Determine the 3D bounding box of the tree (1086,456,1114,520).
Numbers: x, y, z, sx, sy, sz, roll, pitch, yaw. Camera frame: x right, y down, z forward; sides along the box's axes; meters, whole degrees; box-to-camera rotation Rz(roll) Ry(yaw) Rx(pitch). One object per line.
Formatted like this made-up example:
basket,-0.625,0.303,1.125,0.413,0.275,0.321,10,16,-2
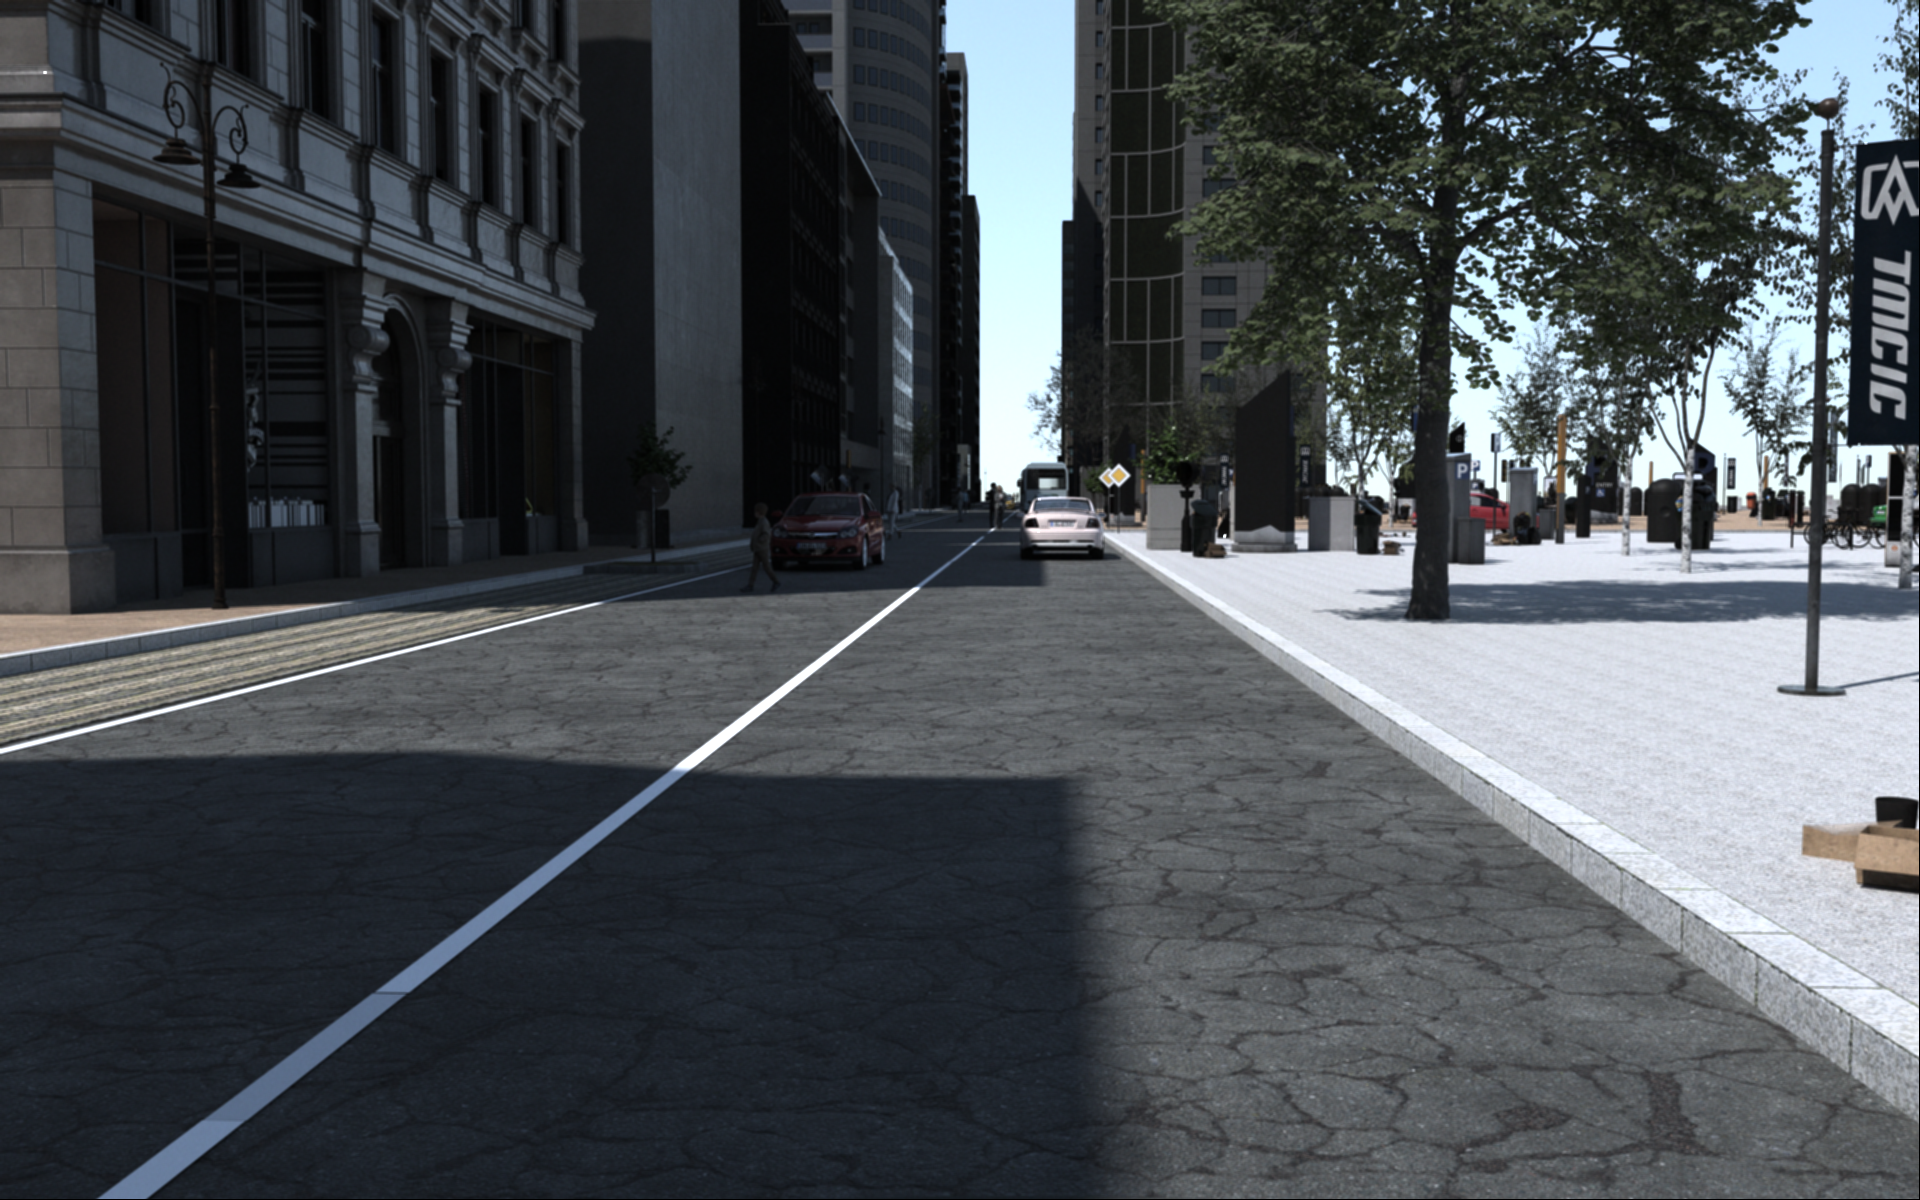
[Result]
tree,7.657,-5.666,87.241,1.663,3.219,1.824,0,3,0

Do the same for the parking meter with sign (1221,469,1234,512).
parking meter with sign,18.798,-7.706,122.257,0.543,3.016,1.738,0,4,-7

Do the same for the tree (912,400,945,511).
tree,-3.340,-11.245,134.224,4.737,8.622,4.395,0,3,0

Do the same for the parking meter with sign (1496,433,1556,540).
parking meter with sign,16.004,-3.236,49.177,1.738,3.016,0.543,3,4,37

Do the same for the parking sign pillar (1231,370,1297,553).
parking sign pillar,6.738,-3.045,38.251,1.447,3.967,1.447,3,5,41

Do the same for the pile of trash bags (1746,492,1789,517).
pile of trash bags,44.741,-5.286,96.180,3.447,1.369,1.912,-3,4,-36

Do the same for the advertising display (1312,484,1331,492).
advertising display,22.163,-6.198,106.552,0.974,1.923,0.123,1,4,14

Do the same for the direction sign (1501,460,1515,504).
direction sign,36.002,-7.453,113.848,0.876,3.537,0.379,-1,4,-8

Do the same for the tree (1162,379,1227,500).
tree,15.120,-9.799,110.571,4.737,8.622,4.395,0,3,0

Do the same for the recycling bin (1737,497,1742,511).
recycling bin,59.477,-7.348,132.694,0.722,1.027,0.722,1,4,23

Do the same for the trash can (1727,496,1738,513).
trash can,52.149,-6.442,116.976,0.748,1.137,0.748,0,3,0

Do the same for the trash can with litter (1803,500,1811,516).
trash can with litter,50.091,-5.544,102.027,0.624,1.170,1.055,-3,5,-39

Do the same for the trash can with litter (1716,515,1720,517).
trash can with litter,41.754,-5.261,97.073,2.233,1.210,1.678,-2,4,-25

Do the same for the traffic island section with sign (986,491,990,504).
traffic island section with sign,4.078,-14.576,246.948,1.989,1.847,2.006,0,4,3

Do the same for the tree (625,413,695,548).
tree,-7.349,-2.847,41.155,1.663,3.219,1.824,0,3,0

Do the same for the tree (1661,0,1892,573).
tree,11.799,-4.760,28.191,4.360,8.622,3.978,0,3,0

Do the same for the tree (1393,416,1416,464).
tree,35.721,-11.285,134.878,4.360,8.622,3.978,0,3,0

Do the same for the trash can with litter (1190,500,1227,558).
trash can with litter,5.082,-1.445,35.015,0.624,1.170,1.055,-1,4,-19

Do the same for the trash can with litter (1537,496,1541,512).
trash can with litter,36.409,-5.964,108.904,0.624,1.170,1.055,2,4,32

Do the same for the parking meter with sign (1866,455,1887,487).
parking meter with sign,41.467,-4.963,77.406,1.738,3.016,0.543,1,4,12

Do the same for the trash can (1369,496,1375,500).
trash can,31.913,-7.467,133.732,0.748,1.137,0.748,0,3,0

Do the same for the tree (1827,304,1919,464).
tree,28.639,-6.244,52.459,4.737,8.622,4.395,0,3,0

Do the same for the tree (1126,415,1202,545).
tree,5.164,-2.918,42.307,1.663,3.219,1.824,0,3,0

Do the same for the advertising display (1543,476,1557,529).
advertising display,21.669,-3.552,63.292,0.123,1.923,0.974,-1,4,-18

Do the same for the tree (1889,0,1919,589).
tree,12.839,-4.474,23.521,4.360,8.622,3.978,0,3,0

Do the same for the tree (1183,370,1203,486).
tree,14.930,-8.902,95.917,4.360,8.622,3.978,0,3,0

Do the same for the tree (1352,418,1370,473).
tree,26.825,-10.496,121.972,4.360,8.622,3.978,0,3,0

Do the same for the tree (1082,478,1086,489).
tree,8.607,-6.735,104.719,1.663,3.219,1.824,0,3,0

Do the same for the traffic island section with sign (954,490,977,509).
traffic island section with sign,0.322,-9.506,164.045,1.989,1.847,2.006,0,4,3

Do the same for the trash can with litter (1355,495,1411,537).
trash can with litter,12.674,-2.505,52.007,2.233,1.210,1.678,1,4,22

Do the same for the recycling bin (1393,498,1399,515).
recycling bin,26.162,-5.525,102.885,0.722,1.027,0.722,0,4,2

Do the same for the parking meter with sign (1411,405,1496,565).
parking meter with sign,9.110,-2.197,32.189,0.543,3.016,1.738,-1,4,-21

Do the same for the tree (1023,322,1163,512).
tree,9.521,-13.111,124.727,12.009,13.543,11.850,0,3,0

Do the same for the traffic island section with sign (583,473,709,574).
traffic island section with sign,-5.685,-1.414,31.742,1.989,1.847,2.006,0,4,3

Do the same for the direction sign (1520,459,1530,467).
direction sign,37.007,-7.430,113.469,0.379,3.537,0.876,-2,4,-23

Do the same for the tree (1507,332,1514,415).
tree,13.997,-5.245,36.110,4.360,8.622,3.978,0,3,0

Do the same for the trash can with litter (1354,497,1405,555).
trash can with litter,8.902,-1.551,36.744,1.055,1.170,0.624,2,4,28

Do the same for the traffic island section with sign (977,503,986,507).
traffic island section with sign,1.547,-11.153,190.973,1.989,1.847,2.006,0,4,3

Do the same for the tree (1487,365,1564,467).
tree,32.434,-9.124,99.539,4.737,8.622,4.395,0,3,0

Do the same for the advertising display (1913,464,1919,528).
advertising display,20.410,-1.906,36.373,0.974,1.923,0.123,1,4,20

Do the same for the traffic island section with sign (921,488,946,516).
traffic island section with sign,-1.913,-6.487,114.694,1.989,1.847,2.006,0,4,3

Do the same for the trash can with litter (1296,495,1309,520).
trash can with litter,17.787,-4.671,87.432,2.233,1.210,1.678,-2,4,-35

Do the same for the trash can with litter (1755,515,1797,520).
trash can with litter,40.885,-4.642,86.951,1.678,1.210,2.233,-3,4,-38

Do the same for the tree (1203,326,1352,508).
tree,13.376,-7.511,73.161,4.360,8.622,3.978,0,3,0

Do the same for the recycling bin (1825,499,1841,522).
recycling bin,40.712,-4.160,80.571,0.722,1.027,0.722,2,4,32

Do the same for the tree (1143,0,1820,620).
tree,5.196,-6.095,17.786,7.486,12.596,7.792,0,3,0

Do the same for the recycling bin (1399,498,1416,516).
recycling bin,26.070,-5.360,100.193,0.722,1.027,0.722,-3,5,-40

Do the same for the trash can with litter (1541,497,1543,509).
trash can with litter,27.636,-4.226,80.476,0.624,1.170,1.055,3,5,41

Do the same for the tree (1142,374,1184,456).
tree,13.005,-9.325,102.827,4.360,8.622,3.978,0,3,0

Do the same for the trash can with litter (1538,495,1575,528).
trash can with litter,22.407,-3.390,66.482,2.233,1.210,1.678,2,4,27

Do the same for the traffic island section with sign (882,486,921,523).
traffic island section with sign,-3.160,-4.812,87.305,1.989,1.847,2.006,0,4,3

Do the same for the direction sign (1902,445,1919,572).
direction sign,15.832,-2.226,28.394,0.876,3.537,0.379,-1,4,-11

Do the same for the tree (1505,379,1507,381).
tree,23.914,-7.310,69.879,4.360,8.622,3.978,0,3,0

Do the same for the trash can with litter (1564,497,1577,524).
trash can with litter,25.903,-3.812,73.716,1.055,1.170,0.624,-3,5,-40

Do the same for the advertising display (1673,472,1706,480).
advertising display,21.772,-2.848,51.773,0.123,1.923,0.974,-3,4,-39

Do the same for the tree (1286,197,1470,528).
tree,9.773,-5.606,42.016,4.737,8.622,4.395,0,3,0
